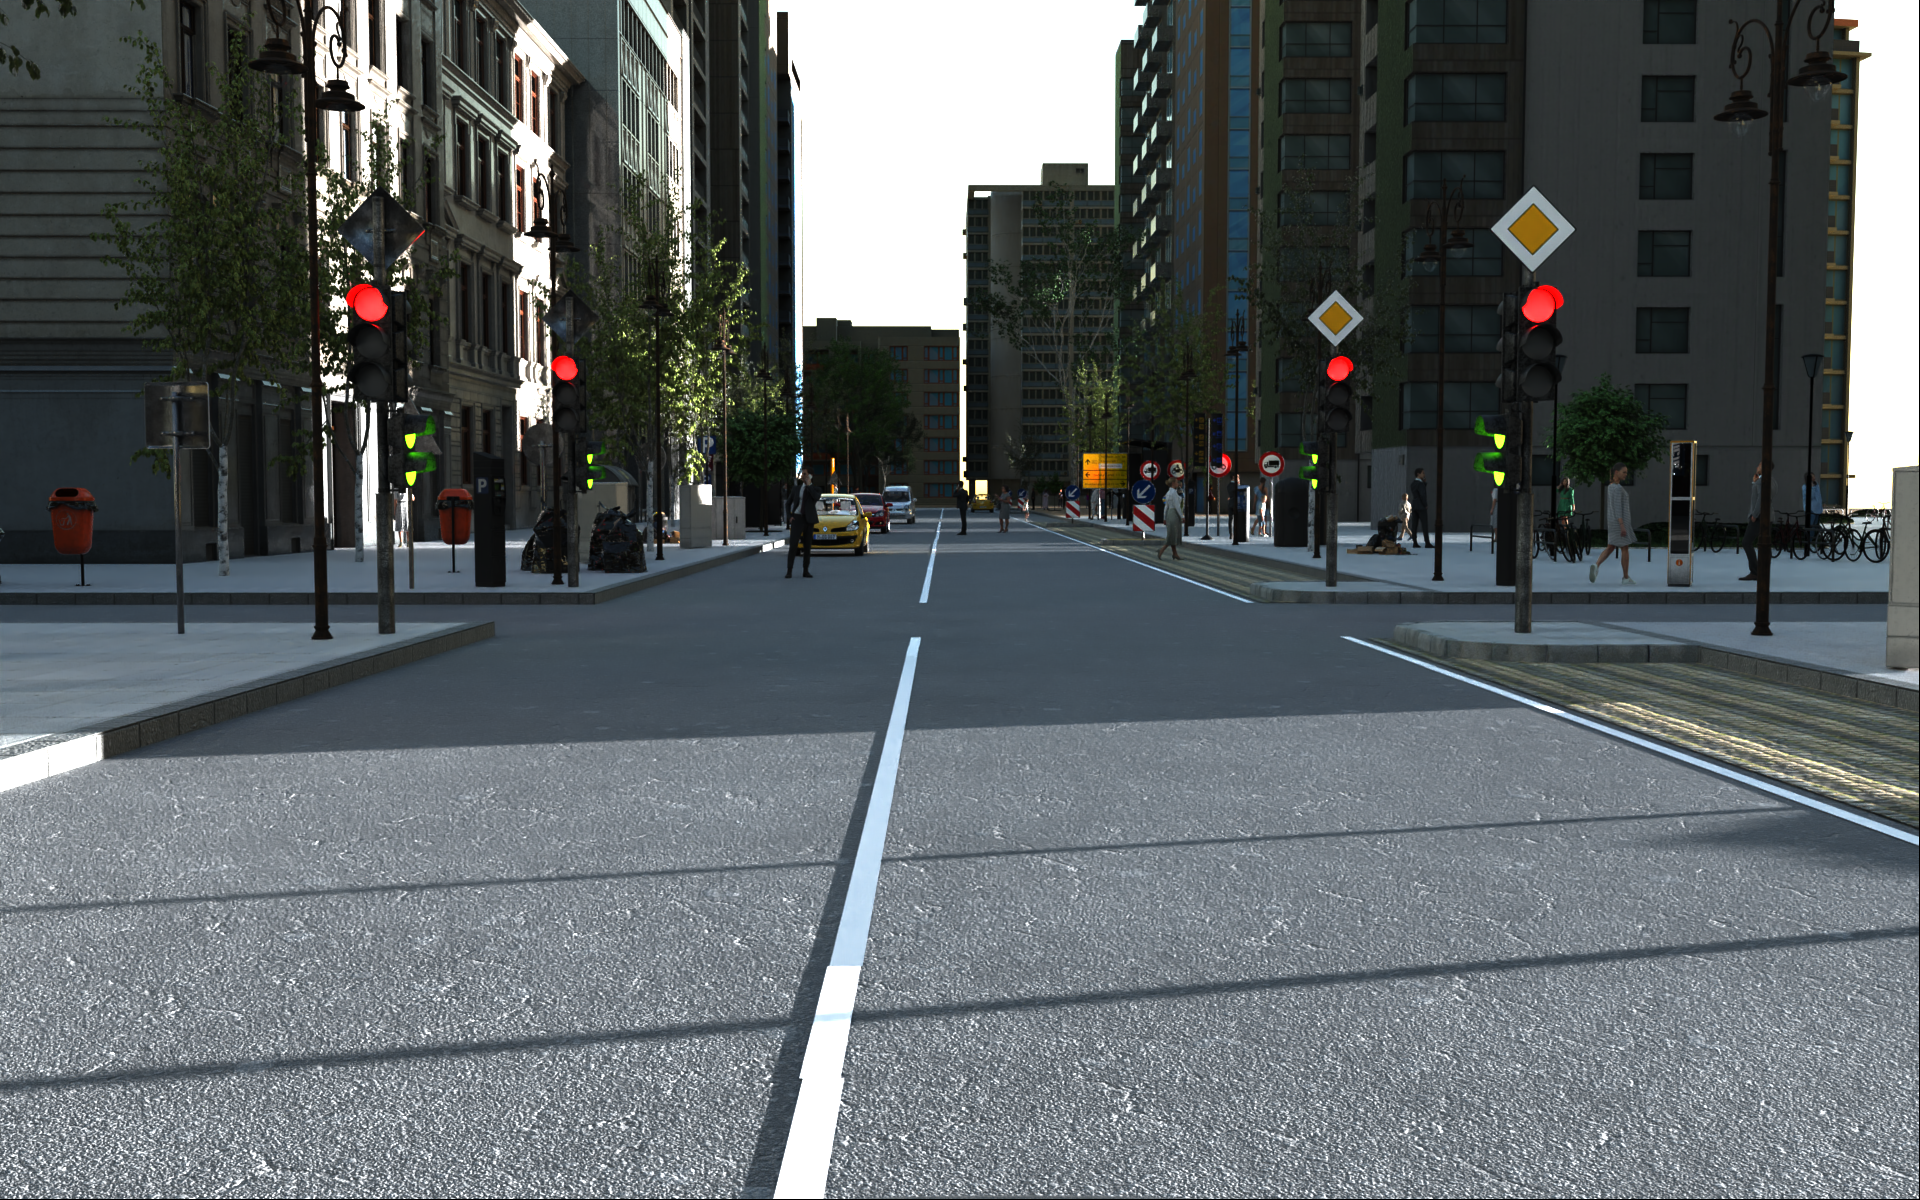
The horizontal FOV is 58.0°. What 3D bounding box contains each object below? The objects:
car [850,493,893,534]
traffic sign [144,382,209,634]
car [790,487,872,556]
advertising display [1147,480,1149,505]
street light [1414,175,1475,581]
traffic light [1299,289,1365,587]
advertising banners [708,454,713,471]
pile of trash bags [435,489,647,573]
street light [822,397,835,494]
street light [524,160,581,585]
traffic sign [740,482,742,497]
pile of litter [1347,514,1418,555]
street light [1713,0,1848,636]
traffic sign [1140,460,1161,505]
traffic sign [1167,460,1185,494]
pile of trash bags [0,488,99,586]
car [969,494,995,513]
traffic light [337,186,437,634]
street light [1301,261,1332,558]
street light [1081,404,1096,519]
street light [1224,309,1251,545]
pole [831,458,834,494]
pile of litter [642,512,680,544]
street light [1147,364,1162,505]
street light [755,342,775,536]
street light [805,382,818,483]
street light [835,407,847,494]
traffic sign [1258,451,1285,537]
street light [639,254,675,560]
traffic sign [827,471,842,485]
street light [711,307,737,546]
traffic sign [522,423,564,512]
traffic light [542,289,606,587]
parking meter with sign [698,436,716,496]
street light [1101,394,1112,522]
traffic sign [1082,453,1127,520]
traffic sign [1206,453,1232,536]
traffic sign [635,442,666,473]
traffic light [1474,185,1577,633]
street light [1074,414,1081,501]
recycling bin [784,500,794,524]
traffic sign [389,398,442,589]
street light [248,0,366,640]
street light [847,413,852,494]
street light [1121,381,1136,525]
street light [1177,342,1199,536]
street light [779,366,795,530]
[{"bbox_3d":[-3.544,-3.367,64.099,2.155,1.783,4.494,0,4,-1],"label":"car"},{"bbox_3d":[-7.153,-0.839,15.846,0.606,2.300,0.079,0,4,5],"label":"traffic sign"},{"bbox_3d":[-3.083,-1.904,41.352,2.015,1.641,3.980,0,4,0],"label":"car"},{"bbox_3d":[7.415,-3.817,67.615,0.123,1.923,0.974,1,4,12],"label":"advertising display"},{"bbox_3d":[7.088,-3.224,25.504,0.468,5.910,1.993,0,4,0],"label":"street light"},{"bbox_3d":[5.134,-2.141,23.922,0.839,4.253,0.868,0,4,0],"label":"traffic light"},{"bbox_3d":[-8.270,-3.590,54.890,0.090,3.025,2.074,-2,4,-34],"label":"advertising banners"},{"bbox_3d":[-6.922,-1.160,28.723,3.447,1.369,1.912,0,4,-8],"label":"pile of trash bags"},{"bbox_3d":[-6.235,-6.603,80.743,0.468,5.910,1.993,0,4,0],"label":"street light"},{"bbox_3d":[-5.720,-3.160,24.450,0.468,5.910,1.993,0,4,0],"label":"street light"},{"bbox_3d":[-7.817,-3.780,61.901,0.768,2.556,0.104,0,4,5],"label":"traffic sign"},{"bbox_3d":[9.005,-1.411,37.028,1.176,0.858,1.719,-1,4,-18],"label":"pile of litter"},{"bbox_3d":[7.301,-2.618,15.590,0.468,5.910,1.993,0,4,0],"label":"street light"},{"bbox_3d":[7.150,-3.977,65.130,0.768,2.556,0.104,1,4,9],"label":"traffic sign"},{"bbox_3d":[8.027,-3.908,63.999,0.768,2.556,0.104,0,4,3],"label":"traffic sign"},{"bbox_3d":[-13.645,-0.862,23.839,3.447,1.369,1.912,0,4,-4],"label":"pile of trash bags"},{"bbox_3d":[1.725,-7.659,135.449,2.015,1.641,3.980,0,4,-2],"label":"car"},{"bbox_3d":[-5.263,-1.646,15.838,0.839,4.253,0.868,0,4,0],"label":"traffic light"},{"bbox_3d":[7.155,-3.777,34.540,0.468,5.910,1.993,0,4,0],"label":"street light"},{"bbox_3d":[6.679,-7.110,89.038,0.468,5.910,1.993,0,4,0],"label":"street light"},{"bbox_3d":[6.937,-4.321,43.438,0.468,5.910,1.993,0,4,0],"label":"street light"},{"bbox_3d":[-7.202,-6.371,98.001,0.158,3.312,0.155,0,3,0],"label":"pole"},{"bbox_3d":[-7.645,-1.921,45.381,1.176,0.858,1.719,3,5,45],"label":"pile of litter"},{"bbox_3d":[6.874,-5.446,61.833,0.468,5.910,1.993,0,4,0],"label":"street light"},{"bbox_3d":[-5.943,-4.901,52.923,0.468,5.910,1.993,0,4,0],"label":"street light"},{"bbox_3d":[-6.100,-6.028,71.344,0.468,5.910,1.993,0,4,0],"label":"street light"},{"bbox_3d":[-6.291,-7.147,89.643,0.468,5.910,1.993,0,4,0],"label":"street light"},{"bbox_3d":[9.233,-3.138,51.408,0.768,2.556,0.104,0,4,4],"label":"traffic sign"},{"bbox_3d":[-5.847,-3.717,33.567,0.468,5.910,1.993,0,4,0],"label":"street light"},{"bbox_3d":[-7.079,-5.969,97.592,0.884,2.594,0.081,1,4,9],"label":"traffic sign"},{"bbox_3d":[-5.850,-4.299,43.073,0.468,5.910,1.993,0,4,0],"label":"street light"},{"bbox_3d":[-7.502,-1.899,31.150,0.768,2.556,0.104,0,4,4],"label":"traffic sign"},{"bbox_3d":[-5.327,-2.135,23.822,0.839,4.253,0.868,0,4,0],"label":"traffic light"},{"bbox_3d":[-7.732,-3.451,52.683,0.543,3.016,1.738,-1,4,-11],"label":"parking meter with sign"},{"bbox_3d":[6.759,-6.566,80.138,0.468,5.910,1.993,0,4,0],"label":"street light"},{"bbox_3d":[7.132,-5.575,85.023,2.265,3.308,0.079,0,4,3],"label":"traffic sign"},{"bbox_3d":[7.901,-3.231,52.933,0.768,2.556,0.104,0,4,7],"label":"traffic sign"},{"bbox_3d":[-7.576,-2.587,42.410,0.768,2.556,0.104,0,4,3],"label":"traffic sign"},{"bbox_3d":[5.198,-1.652,15.937,0.839,4.253,0.868,0,4,0],"label":"traffic light"},{"bbox_3d":[6.659,-7.658,98.001,0.468,5.910,1.993,0,4,0],"label":"street light"},{"bbox_3d":[-7.342,-3.868,75.802,0.722,1.027,0.722,0,4,-4],"label":"recycling bin"},{"bbox_3d":[-7.426,-1.430,23.388,0.884,2.594,0.081,0,4,4],"label":"traffic sign"},{"bbox_3d":[-5.651,-2.592,15.164,0.468,5.910,1.993,0,4,0],"label":"street light"},{"bbox_3d":[-6.393,-7.691,98.542,0.468,5.910,1.993,0,4,0],"label":"street light"},{"bbox_3d":[6.862,-5.990,70.732,0.468,5.910,1.993,0,4,0],"label":"street light"},{"bbox_3d":[6.929,-4.897,52.860,0.468,5.910,1.993,0,4,0],"label":"street light"},{"bbox_3d":[-6.213,-5.484,62.443,0.468,5.910,1.993,0,4,0],"label":"street light"}]
